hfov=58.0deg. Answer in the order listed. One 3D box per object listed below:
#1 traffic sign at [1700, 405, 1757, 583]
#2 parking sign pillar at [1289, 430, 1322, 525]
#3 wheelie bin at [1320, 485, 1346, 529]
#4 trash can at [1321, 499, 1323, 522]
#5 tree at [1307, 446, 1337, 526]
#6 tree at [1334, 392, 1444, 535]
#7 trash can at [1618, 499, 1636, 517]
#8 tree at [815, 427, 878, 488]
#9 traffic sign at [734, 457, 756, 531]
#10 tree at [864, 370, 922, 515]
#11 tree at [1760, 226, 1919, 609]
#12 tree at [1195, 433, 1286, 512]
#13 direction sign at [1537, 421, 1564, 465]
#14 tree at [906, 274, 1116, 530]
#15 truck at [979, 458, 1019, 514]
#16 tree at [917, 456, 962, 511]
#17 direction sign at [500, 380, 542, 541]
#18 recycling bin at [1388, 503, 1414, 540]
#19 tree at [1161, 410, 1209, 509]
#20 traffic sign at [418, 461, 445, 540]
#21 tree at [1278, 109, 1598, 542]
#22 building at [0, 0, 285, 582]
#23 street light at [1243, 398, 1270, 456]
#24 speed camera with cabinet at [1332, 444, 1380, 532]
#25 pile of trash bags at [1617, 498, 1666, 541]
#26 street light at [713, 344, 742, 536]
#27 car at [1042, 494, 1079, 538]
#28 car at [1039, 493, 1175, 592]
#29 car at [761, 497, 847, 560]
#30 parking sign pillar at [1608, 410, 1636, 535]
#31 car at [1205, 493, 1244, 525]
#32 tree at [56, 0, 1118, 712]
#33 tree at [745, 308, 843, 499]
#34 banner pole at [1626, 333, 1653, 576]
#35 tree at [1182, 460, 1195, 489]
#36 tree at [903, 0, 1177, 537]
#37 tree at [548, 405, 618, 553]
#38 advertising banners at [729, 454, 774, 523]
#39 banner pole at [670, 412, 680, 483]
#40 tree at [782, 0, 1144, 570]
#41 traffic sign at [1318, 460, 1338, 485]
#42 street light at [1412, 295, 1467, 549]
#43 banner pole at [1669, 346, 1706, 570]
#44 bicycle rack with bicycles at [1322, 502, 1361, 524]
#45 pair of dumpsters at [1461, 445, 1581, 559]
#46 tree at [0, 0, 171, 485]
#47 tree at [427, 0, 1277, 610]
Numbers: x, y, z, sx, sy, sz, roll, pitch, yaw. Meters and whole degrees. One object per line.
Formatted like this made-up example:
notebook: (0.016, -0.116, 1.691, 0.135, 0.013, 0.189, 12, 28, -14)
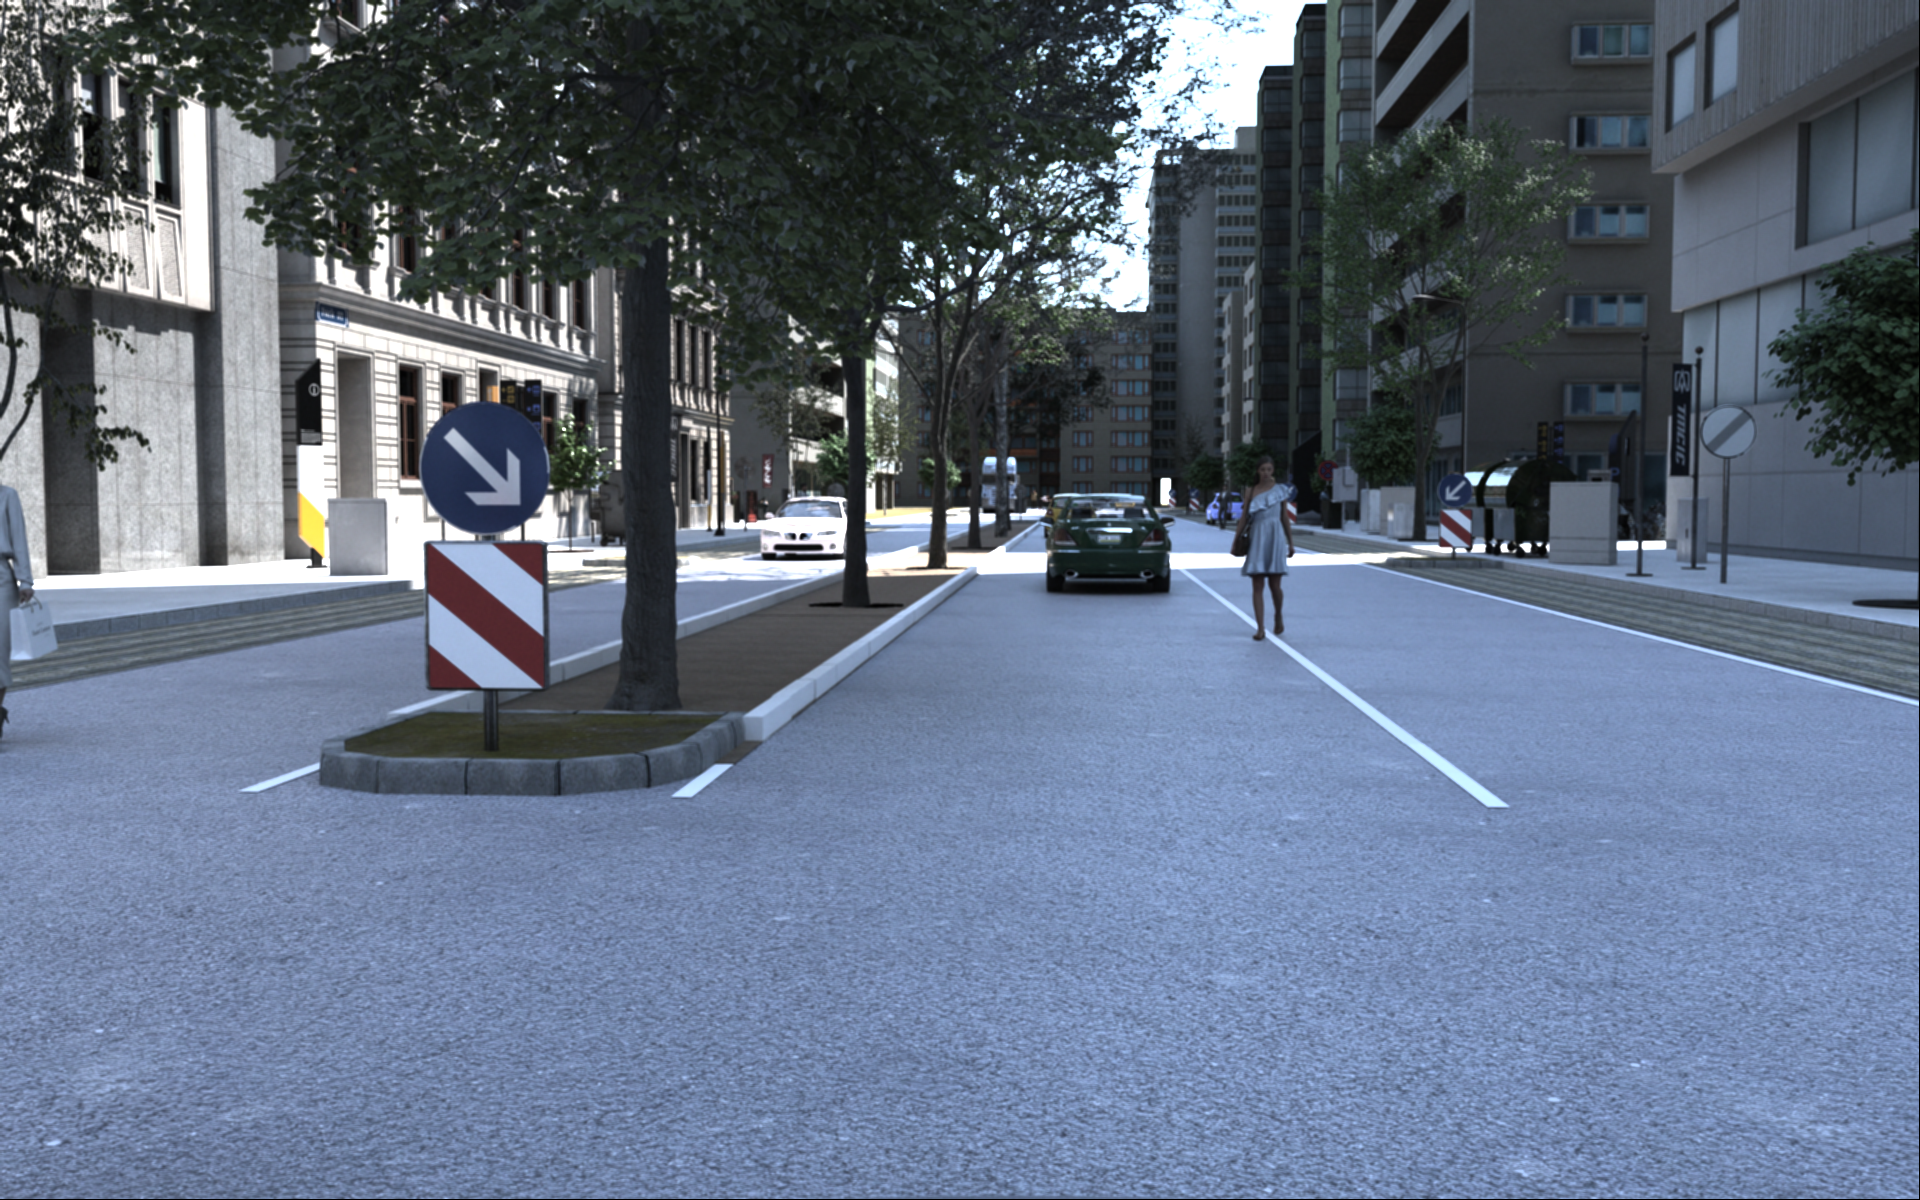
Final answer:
traffic sign: (10.989, -1.513, 24.851, 0.768, 2.556, 0.104, 1, 4, 10)
parking sign pillar: (14.490, -5.155, 72.763, 1.447, 3.967, 1.447, -1, 4, -14)
wheelie bin: (13.630, -3.400, 63.490, 0.980, 1.594, 0.693, -1, 4, -17)
trash can: (16.427, -4.081, 78.370, 0.748, 1.137, 0.748, 0, 3, 0)
tree: (14.592, -4.605, 69.897, 1.663, 3.219, 1.824, 0, 3, 0)
tree: (13.684, -4.376, 55.269, 4.285, 4.588, 4.351, 0, 3, 0)
trash can: (19.384, -2.388, 50.701, 0.748, 1.137, 0.748, 0, 3, 0)
tree: (-5.612, -6.176, 84.685, 4.285, 4.588, 4.351, 0, 3, 0)
traffic sign: (-7.371, -3.629, 59.433, 0.768, 2.556, 0.104, 0, 4, 8)
tree: (-4.429, -9.390, 103.894, 4.737, 8.622, 4.395, 0, 3, 0)
tree: (11.037, -2.207, 19.796, 4.285, 4.588, 4.351, 0, 3, 0)
tree: (15.619, -6.642, 92.314, 4.285, 4.588, 4.351, 0, 3, 0)
direction sign: (18.459, -3.805, 54.202, 0.379, 3.537, 0.876, -3, 5, -44)
tree: (1.918, -8.015, 67.914, 8.767, 10.594, 7.601, 0, 4, 4)
truck: (3.303, -8.807, 133.756, 2.967, 4.110, 18.799, 0, 4, 3)
tree: (-1.467, -10.175, 150.082, 4.285, 4.588, 4.351, 0, 3, 0)
direction sign: (-8.705, -2.594, 34.414, 0.876, 3.537, 0.379, 1, 4, 11)
recycling bin: (12.590, -2.241, 49.199, 0.722, 1.027, 0.722, 0, 4, 0)
tree: (19.479, -12.083, 147.923, 4.360, 8.622, 3.978, 0, 3, 0)
traffic sign: (-8.869, -1.815, 29.686, 0.884, 2.594, 0.081, 1, 4, 9)
tree: (12.640, -7.395, 46.671, 9.928, 11.665, 9.643, 0, 3, 0)
building: (-19.496, -12.514, 22.627, 12.078, 24.808, 19.932, 0, 4, 4)
street light: (14.318, -6.785, 83.471, 1.470, 5.913, 1.316, 0, 4, 4)
speed camera with cabinet: (13.798, -3.971, 59.266, 2.038, 3.252, 0.660, -1, 4, -15)
pile of trash bags: (18.413, -2.386, 48.766, 1.912, 1.369, 3.447, -3, 5, -41)
street light: (-6.823, -4.906, 52.753, 1.470, 5.913, 1.316, 0, 4, 4)
car: (3.706, -2.901, 57.663, 2.015, 1.641, 3.980, 0, 4, 5)
car: (2.274, -0.915, 26.754, 2.131, 1.459, 4.920, 0, 4, 4)
car: (-3.295, -1.647, 39.293, 2.083, 1.381, 4.827, 0, 4, 4)
parking sign pillar: (21.094, -4.082, 55.219, 1.447, 3.967, 1.447, 3, 5, 40)
car: (12.449, -4.364, 80.936, 1.945, 1.707, 3.694, 0, 4, 3)
tree: (-2.151, -5.565, 11.576, 7.486, 12.596, 7.792, 0, 3, 0)
tree: (-6.562, -7.186, 67.854, 4.360, 8.622, 3.978, 0, 3, 0)
banner pole: (10.734, -2.277, 27.246, 0.401, 3.779, 0.863, 1, 4, 22)
tree: (18.030, -8.746, 126.713, 4.285, 4.588, 4.351, 0, 3, 0)
tree: (0.209, -12.182, 57.529, 12.611, 20.169, 13.585, 0, 3, 0)
tree: (-8.558, -2.639, 37.752, 1.663, 3.219, 1.824, 0, 3, 0)
advertising banners: (-9.198, -4.898, 76.266, 2.074, 3.025, 0.090, 0, 4, 2)
banner pole: (-7.785, -3.457, 46.542, 0.401, 3.779, 0.863, -3, 5, -43)
tree: (-0.321, -6.373, 32.405, 9.928, 11.665, 9.643, 0, 3, 0)
traffic sign: (13.913, -4.002, 65.534, 0.768, 2.556, 0.104, 0, 4, 6)
street light: (11.260, -4.164, 40.618, 1.470, 5.913, 1.316, 0, 4, 4)
banner pole: (12.329, -2.407, 29.375, 0.863, 3.779, 0.401, -2, 4, -27)
bicycle rack with bicycles: (16.772, -3.833, 76.045, 2.852, 0.926, 2.925, 0, 4, 1)
pair of dumpsters: (11.697, -2.072, 36.368, 1.574, 2.255, 4.437, 0, 4, 4)
tree: (-10.468, -4.171, 18.553, 4.360, 8.622, 3.978, 0, 3, 0)
tree: (-1.292, -6.637, 21.340, 12.009, 13.543, 11.850, 0, 3, 0)
